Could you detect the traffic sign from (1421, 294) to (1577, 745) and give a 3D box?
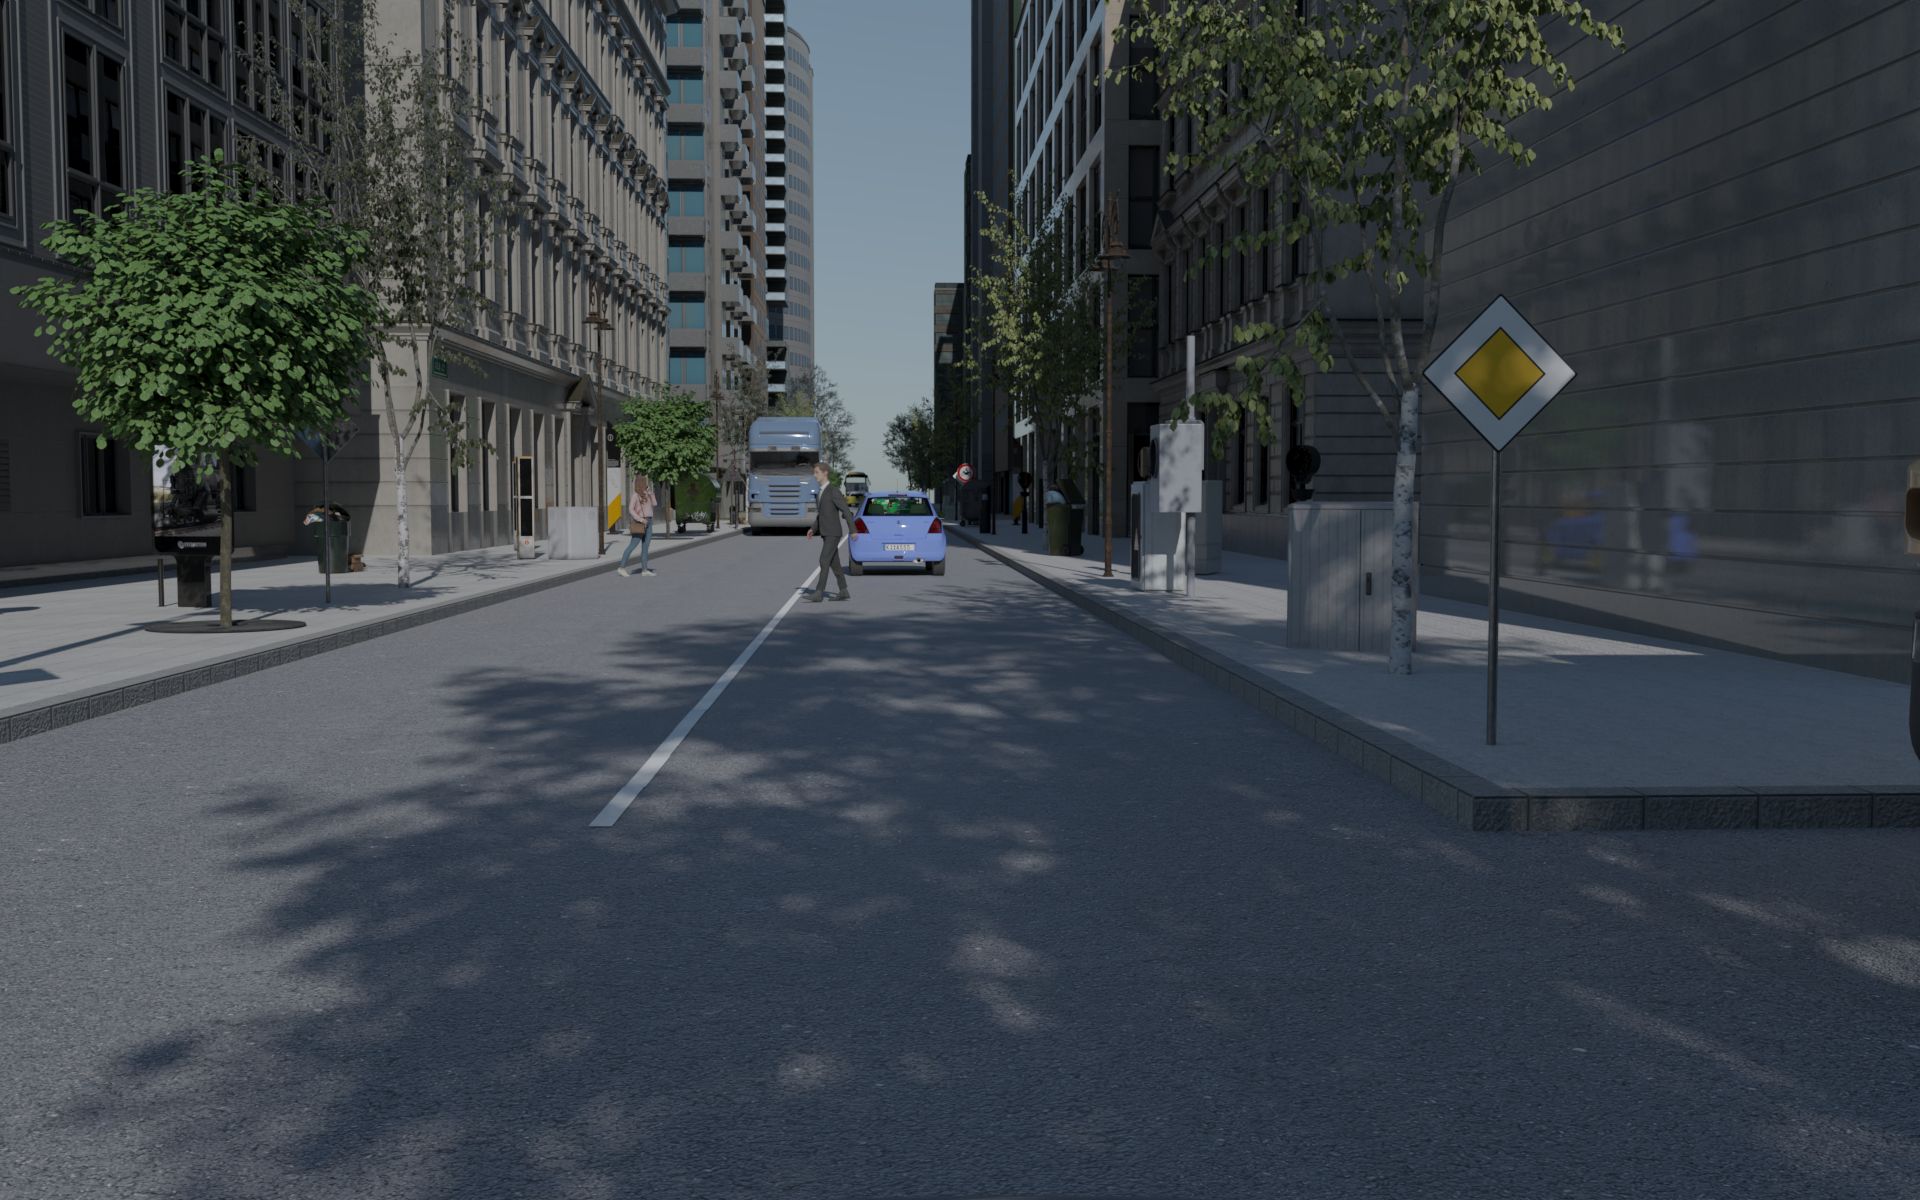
[{"bbox_3d":[2.715,-0.315,8.795,0.795,2.450,0.064,0,4,-3],"label":"traffic sign"}]

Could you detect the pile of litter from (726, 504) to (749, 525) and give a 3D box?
[{"bbox_3d":[-9.320,-3.628,73.279,1.176,0.858,1.719,0,4,-3],"label":"pile of litter"}]

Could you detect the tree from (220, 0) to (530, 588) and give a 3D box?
[{"bbox_3d":[-7.654,-4.457,23.238,4.360,8.622,3.978,0,3,0],"label":"tree"}]

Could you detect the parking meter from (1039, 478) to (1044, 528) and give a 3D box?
[{"bbox_3d":[3.079,-3.618,64.865,0.255,1.863,0.399,0,4,3],"label":"parking meter"}]

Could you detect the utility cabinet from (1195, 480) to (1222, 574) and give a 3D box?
[{"bbox_3d":[3.937,-1.170,27.812,0.318,1.500,1.173,1,4,20],"label":"utility cabinet"}]

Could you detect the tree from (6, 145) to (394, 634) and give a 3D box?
[{"bbox_3d":[-7.086,-1.999,16.402,4.285,4.588,4.351,0,3,0],"label":"tree"}]

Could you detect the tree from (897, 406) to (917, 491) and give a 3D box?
[{"bbox_3d":[-0.431,-8.750,93.422,4.737,8.622,4.395,0,3,0],"label":"tree"}]

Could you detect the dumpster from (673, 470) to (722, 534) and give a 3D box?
[{"bbox_3d":[-8.684,-3.336,57.039,1.502,2.255,1.985,0,4,-2],"label":"dumpster"}]

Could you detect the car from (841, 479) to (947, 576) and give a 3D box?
[{"bbox_3d":[-1.189,-1.345,31.586,1.945,1.707,3.694,0,4,-4],"label":"car"}]

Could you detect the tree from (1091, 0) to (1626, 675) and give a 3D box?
[{"bbox_3d":[3.085,-3.790,12.336,4.737,8.622,4.395,0,3,0],"label":"tree"}]

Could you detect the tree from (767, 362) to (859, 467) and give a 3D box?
[{"bbox_3d":[-14.038,-15.251,159.722,12.009,13.543,11.850,0,3,0],"label":"tree"}]

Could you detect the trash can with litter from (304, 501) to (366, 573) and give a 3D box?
[{"bbox_3d":[-10.163,-1.031,28.245,0.624,1.170,1.055,0,4,7],"label":"trash can with litter"}]

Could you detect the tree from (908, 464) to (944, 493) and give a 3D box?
[{"bbox_3d":[-3.285,-11.227,167.279,4.285,4.588,4.351,0,3,0],"label":"tree"}]

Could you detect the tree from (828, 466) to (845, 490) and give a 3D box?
[{"bbox_3d":[-15.215,-13.507,204.547,4.285,4.588,4.351,0,3,0],"label":"tree"}]

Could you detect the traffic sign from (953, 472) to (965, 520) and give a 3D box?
[{"bbox_3d":[0.092,-4.387,72.916,0.795,2.450,0.064,0,4,1],"label":"traffic sign"}]

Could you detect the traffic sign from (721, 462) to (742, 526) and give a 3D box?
[{"bbox_3d":[-9.307,-4.317,70.585,0.884,2.594,0.081,0,4,5],"label":"traffic sign"}]

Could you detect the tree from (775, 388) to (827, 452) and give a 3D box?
[{"bbox_3d":[-11.668,-10.417,120.672,4.737,8.622,4.395,0,3,0],"label":"tree"}]

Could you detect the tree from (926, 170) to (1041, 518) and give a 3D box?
[{"bbox_3d":[2.103,-5.439,39.294,4.737,8.622,4.395,0,3,0],"label":"tree"}]

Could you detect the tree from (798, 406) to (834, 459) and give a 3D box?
[{"bbox_3d":[-12.835,-11.933,145.472,4.360,8.622,3.978,0,3,0],"label":"tree"}]

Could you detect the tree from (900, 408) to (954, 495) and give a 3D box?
[{"bbox_3d":[-2.777,-11.971,146.085,4.360,8.622,3.978,0,3,0],"label":"tree"}]

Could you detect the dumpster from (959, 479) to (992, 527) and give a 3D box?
[{"bbox_3d":[0.608,-3.821,68.226,1.264,1.857,1.865,0,4,-2],"label":"dumpster"}]

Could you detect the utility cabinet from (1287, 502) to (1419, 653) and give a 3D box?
[{"bbox_3d":[3.225,-0.190,14.274,1.020,1.237,0.306,2,4,31],"label":"utility cabinet"}]

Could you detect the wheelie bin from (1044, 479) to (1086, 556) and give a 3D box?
[{"bbox_3d":[2.153,-1.714,35.940,0.693,1.594,0.980,2,4,33],"label":"wheelie bin"}]

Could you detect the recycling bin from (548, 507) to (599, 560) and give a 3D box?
[{"bbox_3d":[-7.601,-1.314,34.031,0.722,1.027,0.722,3,5,41],"label":"recycling bin"}]

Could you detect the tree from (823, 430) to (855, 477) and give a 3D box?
[{"bbox_3d":[-17.840,-18.567,237.976,7.601,10.594,8.767,-3,5,-44],"label":"tree"}]

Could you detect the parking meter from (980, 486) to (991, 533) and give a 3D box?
[{"bbox_3d":[0.823,-2.944,56.547,0.372,1.533,0.369,0,3,0],"label":"parking meter"}]

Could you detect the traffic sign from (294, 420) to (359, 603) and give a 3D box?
[{"bbox_3d":[-7.429,-1.170,20.307,0.795,2.450,0.064,0,4,3],"label":"traffic sign"}]

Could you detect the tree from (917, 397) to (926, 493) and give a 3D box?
[{"bbox_3d":[2.173,-5.795,45.111,4.737,8.622,4.395,0,3,0],"label":"tree"}]

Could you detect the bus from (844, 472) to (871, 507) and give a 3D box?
[{"bbox_3d":[-11.530,-12.312,192.855,2.896,3.916,12.252,0,4,-4],"label":"bus"}]

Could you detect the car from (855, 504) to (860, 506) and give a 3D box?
[{"bbox_3d":[-11.483,-11.852,203.558,2.009,1.686,4.222,0,4,-4],"label":"car"}]

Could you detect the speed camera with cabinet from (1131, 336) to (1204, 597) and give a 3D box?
[{"bbox_3d":[2.655,-1.719,22.439,0.660,3.252,2.038,0,4,-4],"label":"speed camera with cabinet"}]

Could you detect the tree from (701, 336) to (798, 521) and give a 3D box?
[{"bbox_3d":[-9.978,-7.969,80.654,4.360,8.622,3.978,0,3,0],"label":"tree"}]

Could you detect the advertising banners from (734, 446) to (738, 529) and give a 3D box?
[{"bbox_3d":[-8.305,-4.156,64.139,0.090,3.025,2.074,0,4,-5],"label":"advertising banners"}]

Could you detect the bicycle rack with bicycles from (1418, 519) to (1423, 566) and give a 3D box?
[{"bbox_3d":[8.433,-0.897,28.053,2.852,0.926,2.925,2,4,31],"label":"bicycle rack with bicycles"}]

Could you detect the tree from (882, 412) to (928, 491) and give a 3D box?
[{"bbox_3d":[-6.402,-18.025,220.461,9.928,11.665,9.643,0,3,0],"label":"tree"}]

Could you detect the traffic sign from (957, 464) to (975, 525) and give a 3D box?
[{"bbox_3d":[0.267,-4.426,72.469,0.768,2.556,0.104,0,4,4],"label":"traffic sign"}]

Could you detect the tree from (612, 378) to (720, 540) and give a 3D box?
[{"bbox_3d":[-8.287,-4.006,49.219,4.285,4.588,4.351,0,3,0],"label":"tree"}]

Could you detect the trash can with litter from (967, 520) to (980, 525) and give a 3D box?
[{"bbox_3d":[0.620,-3.658,71.198,0.624,1.170,1.055,-1,4,-19],"label":"trash can with litter"}]

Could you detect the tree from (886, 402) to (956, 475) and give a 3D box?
[{"bbox_3d":[-4.033,-14.786,176.165,7.601,10.594,8.767,-1,4,-20],"label":"tree"}]
